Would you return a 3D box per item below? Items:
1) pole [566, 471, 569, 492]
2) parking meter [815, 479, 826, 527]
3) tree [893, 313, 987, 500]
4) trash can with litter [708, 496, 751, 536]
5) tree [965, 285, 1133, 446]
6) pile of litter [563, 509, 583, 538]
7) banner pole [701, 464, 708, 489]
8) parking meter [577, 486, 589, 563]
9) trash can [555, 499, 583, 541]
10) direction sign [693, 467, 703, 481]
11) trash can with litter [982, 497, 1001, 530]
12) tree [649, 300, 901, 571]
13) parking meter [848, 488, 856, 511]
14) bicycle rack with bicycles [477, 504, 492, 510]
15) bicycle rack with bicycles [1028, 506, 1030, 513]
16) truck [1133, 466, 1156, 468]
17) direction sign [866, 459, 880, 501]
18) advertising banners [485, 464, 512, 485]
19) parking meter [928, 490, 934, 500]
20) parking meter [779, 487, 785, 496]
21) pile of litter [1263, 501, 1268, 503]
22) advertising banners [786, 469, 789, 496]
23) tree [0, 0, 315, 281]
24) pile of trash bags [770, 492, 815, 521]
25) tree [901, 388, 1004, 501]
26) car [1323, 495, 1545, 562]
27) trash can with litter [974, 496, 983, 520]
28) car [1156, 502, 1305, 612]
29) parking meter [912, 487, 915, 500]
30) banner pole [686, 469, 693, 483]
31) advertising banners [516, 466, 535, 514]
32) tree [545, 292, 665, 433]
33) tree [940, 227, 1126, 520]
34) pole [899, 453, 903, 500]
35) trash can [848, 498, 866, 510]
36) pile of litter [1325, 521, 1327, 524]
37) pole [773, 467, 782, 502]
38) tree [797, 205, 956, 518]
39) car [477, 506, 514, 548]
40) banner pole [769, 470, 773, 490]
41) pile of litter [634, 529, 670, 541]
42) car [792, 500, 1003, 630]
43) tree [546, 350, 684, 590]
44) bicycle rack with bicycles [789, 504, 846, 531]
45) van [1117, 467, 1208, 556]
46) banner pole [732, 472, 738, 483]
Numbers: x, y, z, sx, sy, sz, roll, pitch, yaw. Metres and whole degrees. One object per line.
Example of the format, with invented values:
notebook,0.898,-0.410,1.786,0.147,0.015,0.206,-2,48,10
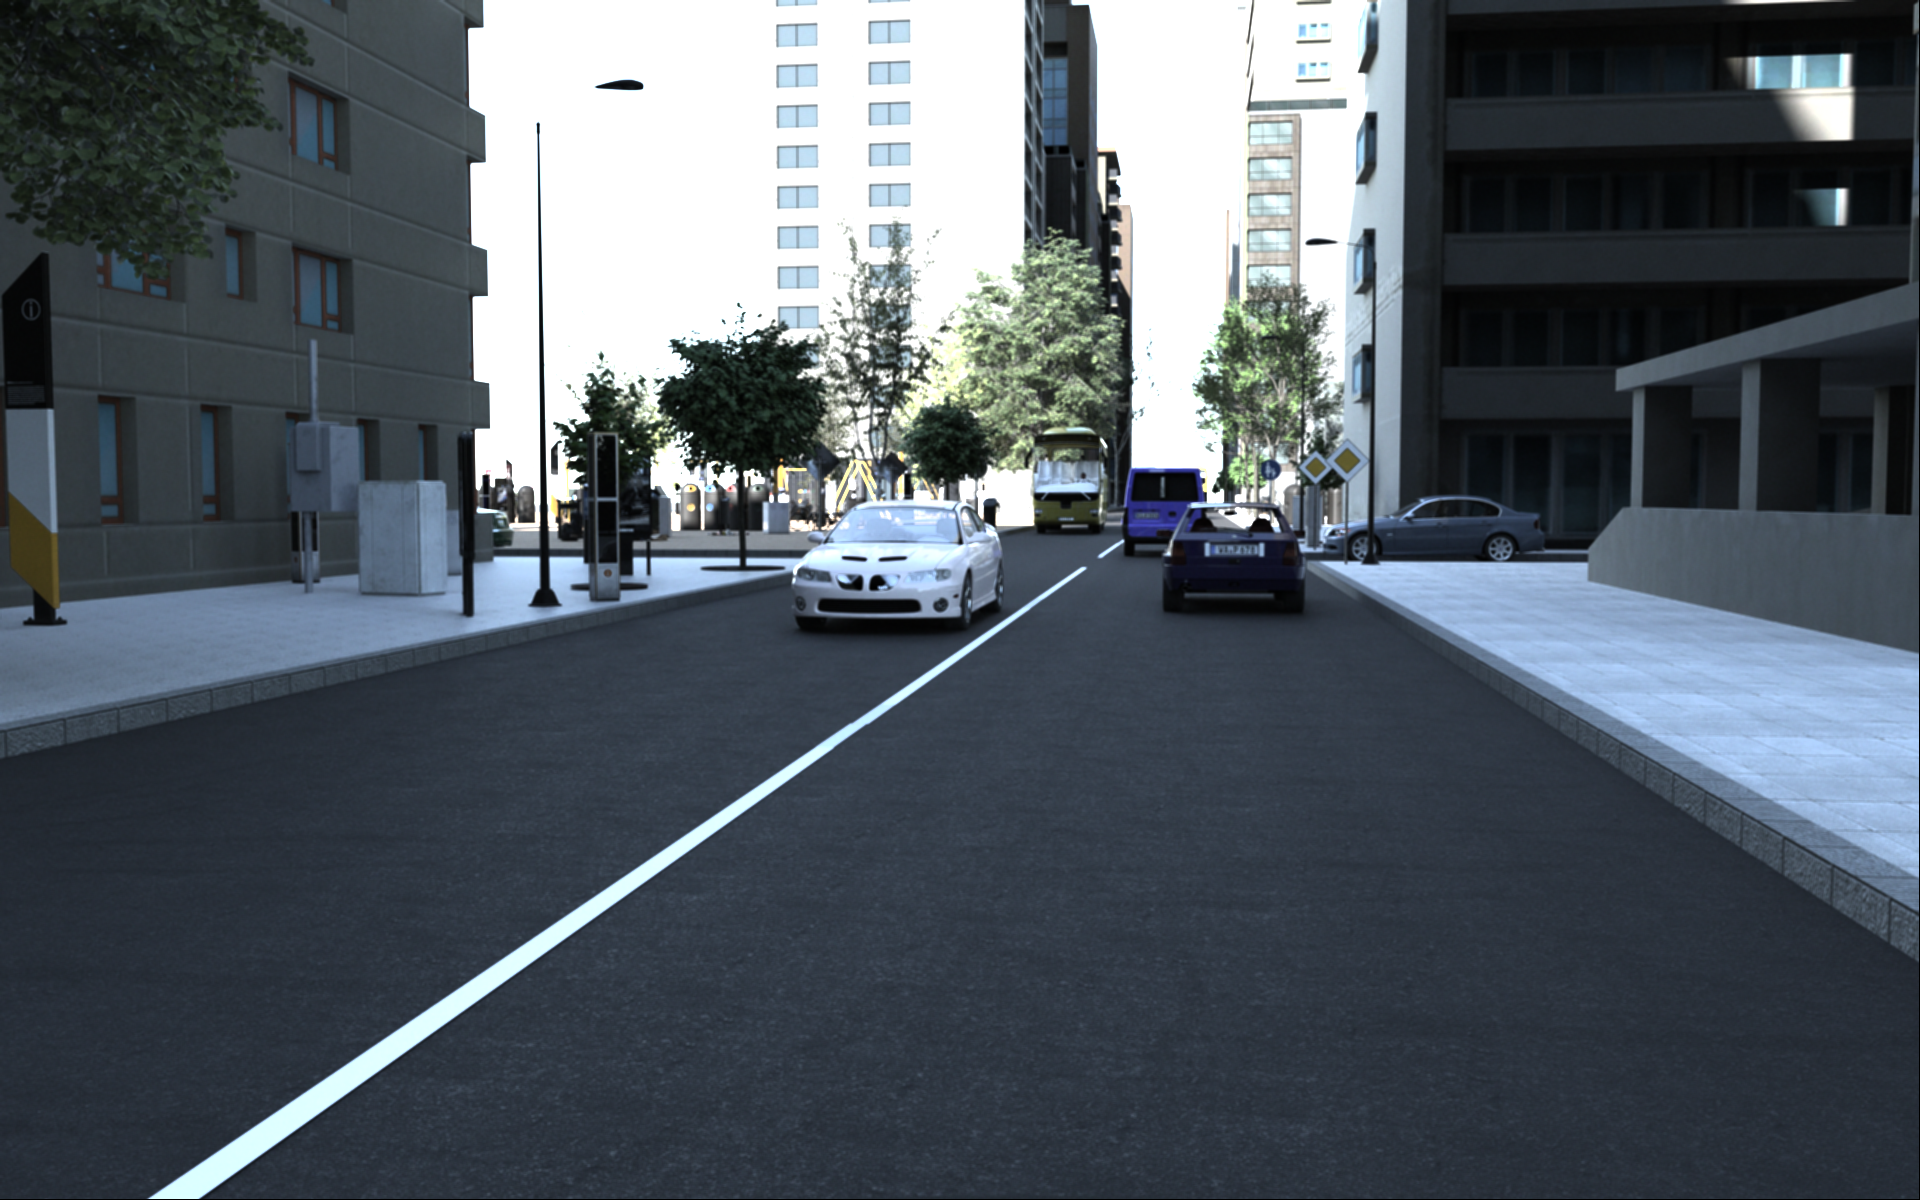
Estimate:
pole,-22.570,-6.469,99.604,0.158,3.312,0.155,0,3,0
parking meter,-5.368,-3.728,66.659,0.255,1.863,0.399,3,4,36
tree,-0.809,-7.373,70.909,4.737,8.622,4.395,0,3,0
trash can with litter,-7.102,-2.641,54.237,1.678,1.210,2.233,1,4,20
tree,4.844,-11.448,97.545,12.009,13.543,11.850,0,3,0
pile of litter,-10.885,-2.213,50.147,1.176,0.858,1.719,3,5,44
banner pole,-13.774,-6.308,93.149,0.401,3.779,0.863,2,4,28
parking meter,-6.806,-1.452,32.145,0.372,1.533,0.369,0,3,0
trash can,-10.679,-2.181,47.309,0.748,1.137,0.748,0,3,0
direction sign,-16.154,-7.028,106.907,0.876,3.537,0.379,3,4,36
trash can with litter,1.049,-3.043,61.138,0.624,1.170,1.055,1,4,11
tree,-3.703,-2.804,29.557,4.285,4.588,4.351,0,3,0
parking meter,-4.882,-4.280,78.381,0.372,1.533,0.369,0,3,0
bicycle rack with bicycles,-20.898,-3.693,73.768,2.852,0.926,2.925,0,4,-5
bicycle rack with bicycles,5.935,-5.666,106.029,2.925,0.926,2.852,2,4,27
truck,18.502,-11.229,173.357,2.967,4.110,18.799,0,4,6
direction sign,-5.641,-7.362,112.363,0.876,3.537,0.379,0,4,8
advertising banners,-26.880,-6.425,101.236,0.090,3.025,2.074,2,4,27
parking meter,-1.941,-6.553,115.559,0.372,1.533,0.369,0,3,0
parking meter,-6.874,-3.536,66.220,0.372,1.533,0.369,0,3,0
pile of litter,18.912,-5.679,106.814,1.719,0.858,1.176,1,4,10
advertising banners,-7.577,-4.893,76.195,0.090,3.025,2.074,0,4,-4
tree,-6.381,-5.654,10.567,7.486,12.596,7.792,0,3,0
pile of trash bags,-8.579,-4.558,84.281,1.912,1.369,3.447,-3,5,-41
tree,-0.455,-4.275,53.609,4.285,4.588,4.351,0,3,0
car,9.918,-1.494,36.437,4.499,1.417,2.014,0,4,6
trash can with litter,0.861,-4.590,86.105,1.678,1.210,2.233,-1,4,-21
car,3.508,-0.601,22.414,1.945,1.354,3.894,0,4,8
parking meter,-1.821,-3.303,62.423,0.372,1.533,0.369,0,3,0
banner pole,-16.875,-7.232,108.265,0.863,3.779,0.401,0,4,6
advertising banners,-27.093,-6.835,107.937,2.074,3.025,0.090,3,5,39
tree,-13.292,-6.967,64.267,4.360,8.622,3.978,0,3,0
tree,3.684,-10.891,84.720,9.857,13.997,8.962,0,3,0
pole,-2.864,-5.511,83.954,0.158,3.312,0.155,0,3,0
trash can,-4.004,-3.416,67.497,0.748,1.137,0.748,0,3,0
pile of litter,16.342,-3.718,74.750,1.719,0.858,1.176,-1,4,-14
pole,-6.131,-3.902,57.634,0.158,3.312,0.155,0,3,0
tree,-2.126,-5.780,44.857,4.360,8.622,3.978,0,3,0
car,-12.514,-1.650,38.778,4.920,1.459,2.131,0,4,6
banner pole,-11.514,-7.095,106.019,0.863,3.779,0.401,3,4,37
pile of litter,-8.613,-2.078,47.936,1.176,0.858,1.719,0,4,5
car,-0.603,-0.460,19.886,2.083,1.381,4.827,1,4,8
tree,-4.878,-1.768,23.501,1.663,3.219,1.824,0,3,0
bicycle rack with bicycles,-4.520,-2.897,60.744,2.925,0.926,2.852,-1,4,-9
van,4.889,-2.280,41.664,2.240,2.365,5.245,0,4,6
banner pole,-13.444,-6.971,103.990,0.863,3.779,0.401,-1,4,-19
